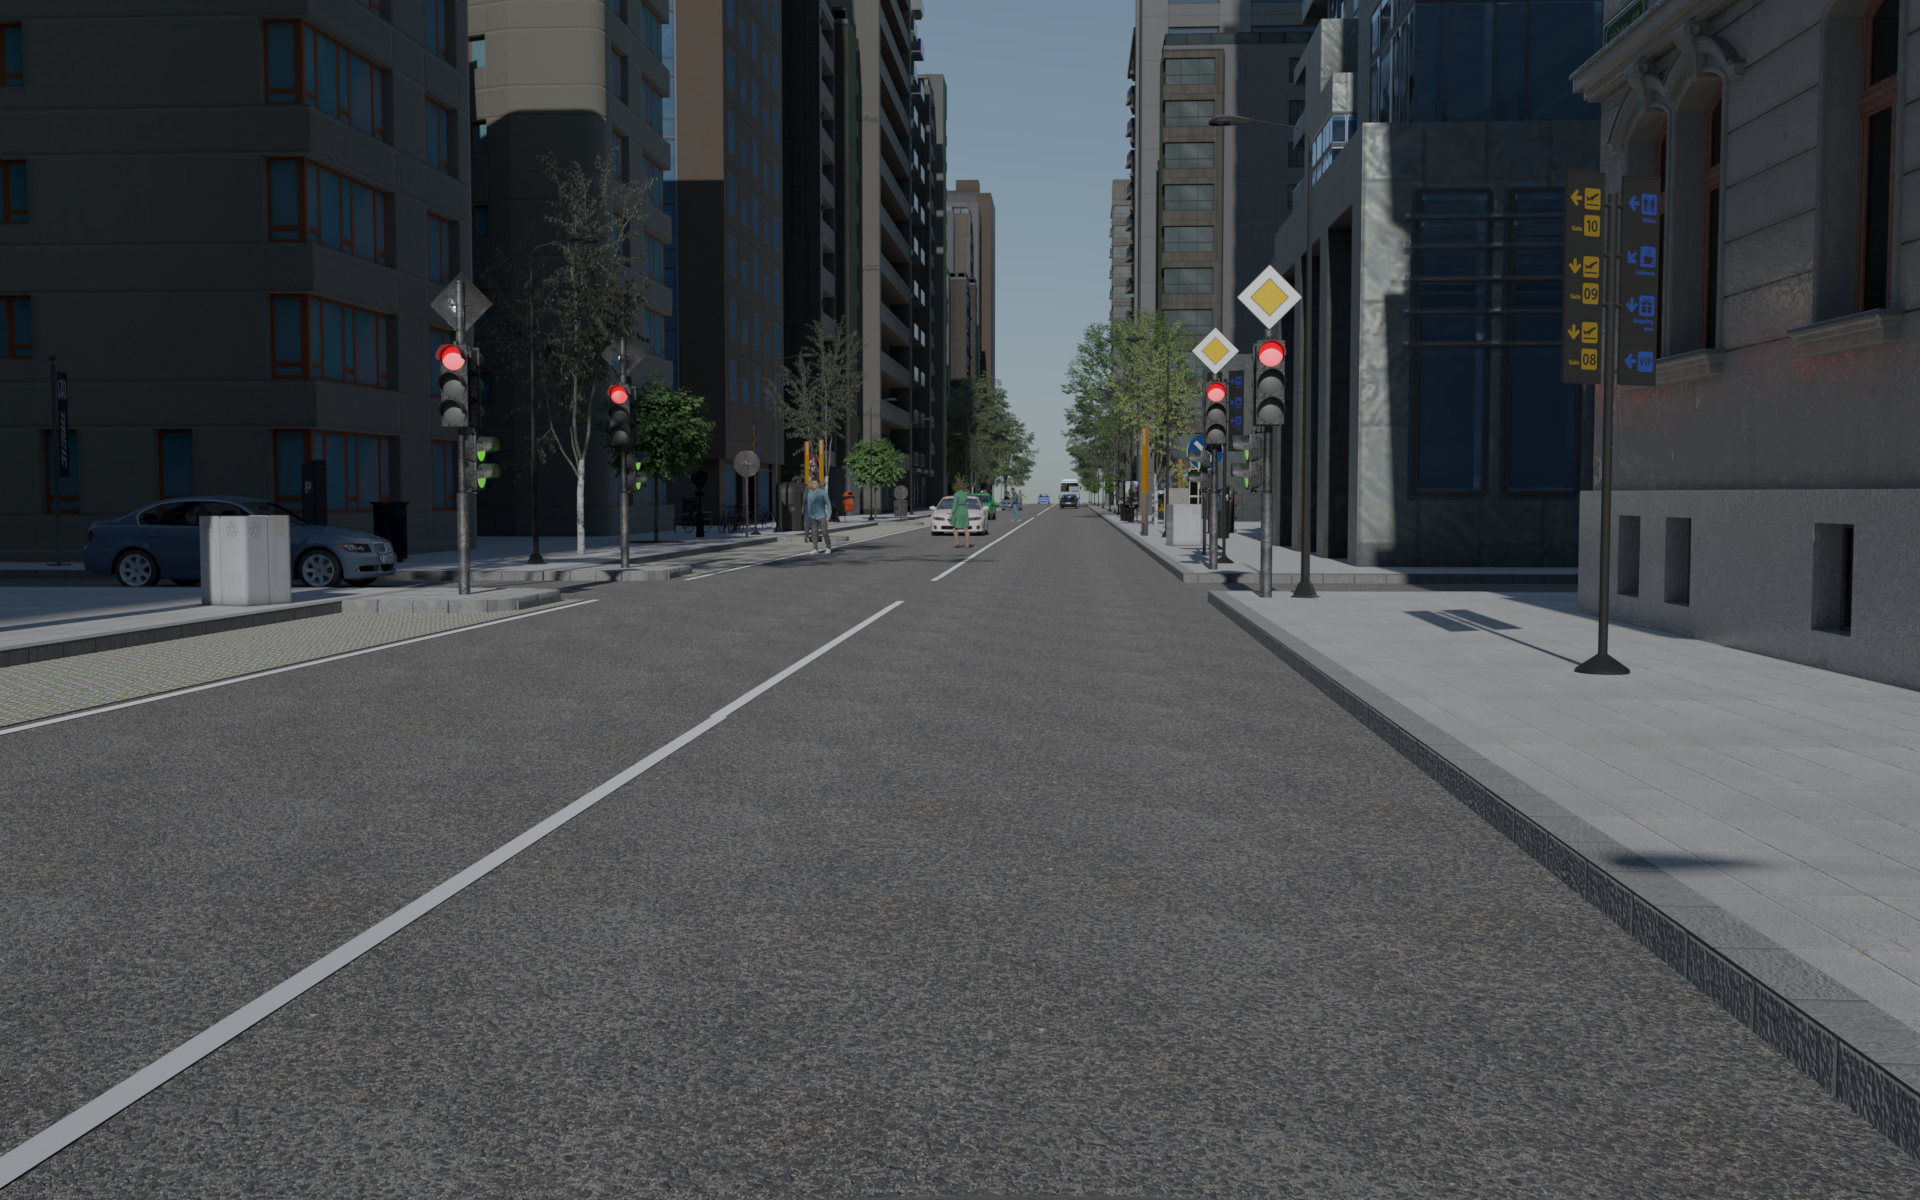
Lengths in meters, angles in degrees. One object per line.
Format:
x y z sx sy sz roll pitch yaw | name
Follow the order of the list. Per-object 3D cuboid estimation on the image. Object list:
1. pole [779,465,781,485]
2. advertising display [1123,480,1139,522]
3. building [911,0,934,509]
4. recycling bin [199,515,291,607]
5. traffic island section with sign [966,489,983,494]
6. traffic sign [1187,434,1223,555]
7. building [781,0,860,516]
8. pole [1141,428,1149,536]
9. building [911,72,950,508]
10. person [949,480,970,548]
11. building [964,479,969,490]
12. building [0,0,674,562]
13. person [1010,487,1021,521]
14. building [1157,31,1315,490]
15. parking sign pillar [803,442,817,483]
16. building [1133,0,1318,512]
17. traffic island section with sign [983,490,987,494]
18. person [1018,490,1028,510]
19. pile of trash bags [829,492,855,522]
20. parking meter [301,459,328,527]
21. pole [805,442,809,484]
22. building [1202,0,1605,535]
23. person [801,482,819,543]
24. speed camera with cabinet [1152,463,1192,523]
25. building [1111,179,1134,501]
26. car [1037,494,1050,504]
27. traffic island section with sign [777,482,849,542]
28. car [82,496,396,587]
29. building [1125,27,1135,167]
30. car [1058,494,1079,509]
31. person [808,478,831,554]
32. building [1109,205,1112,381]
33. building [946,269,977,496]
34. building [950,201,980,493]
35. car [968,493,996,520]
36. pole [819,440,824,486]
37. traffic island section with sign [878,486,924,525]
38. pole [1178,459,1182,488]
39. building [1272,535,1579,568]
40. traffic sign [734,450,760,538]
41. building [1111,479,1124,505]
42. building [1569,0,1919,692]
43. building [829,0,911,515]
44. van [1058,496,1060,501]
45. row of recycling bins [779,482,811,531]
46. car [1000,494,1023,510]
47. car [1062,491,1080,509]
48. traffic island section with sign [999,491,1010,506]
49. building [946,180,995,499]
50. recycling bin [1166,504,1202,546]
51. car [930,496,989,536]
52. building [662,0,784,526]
-8.914 -5.595 85.324 0.158 3.312 0.155 0 3 0 | pole
7.974 -4.620 80.751 0.974 1.923 0.123 -3 5 -42 | advertising display
-14.666 -31.952 142.023 23.786 49.044 30.456 0 4 4 | building
-8.306 -0.464 20.141 0.722 1.027 0.722 2 4 25 | recycling bin
0.464 -7.326 128.413 1.989 1.847 2.006 0 4 4 | traffic island section with sign
5.174 -2.232 36.607 0.768 2.556 0.104 1 4 10 | traffic sign
-13.561 -19.983 98.423 14.160 30.474 14.107 0 4 4 | building
5.679 -3.628 53.155 0.158 3.312 0.155 0 3 0 | pole
-8.706 -29.392 164.155 14.154 41.232 14.086 0 4 4 | building
0.017 -2.259 45.679 0.529 1.795 0.600 3 5 43 | person
-15.194 -31.315 203.876 32.217 40.220 23.993 0 4 4 | building
-24.776 -12.341 46.814 27.650 21.520 28.899 0 4 4 | building
2.858 -5.026 91.019 0.721 1.781 0.623 -1 4 -23 | person
19.813 -20.830 112.273 14.160 30.474 14.107 0 4 4 | building
-7.825 -6.214 90.076 1.447 3.967 1.447 -1 4 -18 | parking sign pillar
23.892 -36.105 132.320 21.231 58.520 28.212 0 4 4 | building
2.205 -8.984 155.510 1.989 1.847 2.006 0 4 4 | traffic island section with sign
5.593 -9.309 160.705 1.348 1.824 0.705 -1 4 -9 | person
-6.287 -4.320 80.381 3.447 1.369 1.912 -3 5 -43 | pile of trash bags
-10.961 -1.450 29.421 0.399 1.863 0.255 2 4 33 | parking meter
-5.940 -4.491 67.263 0.158 3.312 0.155 0 3 0 | pole
22.750 -46.427 71.757 22.319 86.520 31.000 0 4 4 | building
-4.355 -2.557 50.733 0.576 1.772 0.534 0 4 -6 | person
9.563 -5.052 76.940 2.038 3.252 0.660 1 4 11 | speed camera with cabinet
26.786 -33.225 226.819 14.154 41.232 14.086 0 4 4 | building
12.119 -14.714 250.169 1.945 1.707 3.694 0 4 5 | car
-4.405 -2.681 52.467 1.989 1.847 2.006 0 4 4 | traffic island section with sign
-10.923 -0.882 26.416 4.499 1.417 2.014 0 4 2 | car
26.690 -31.034 162.028 22.147 44.769 28.867 0 4 4 | building
10.514 -9.674 167.962 2.009 1.686 4.222 0 4 4 | car
-3.342 -2.018 41.506 0.660 1.820 0.620 1 4 21 | person
32.470 -36.286 247.897 22.147 44.769 28.867 0 4 4 | building
-5.149 -27.577 222.585 14.160 30.474 14.107 0 4 4 | building
-4.604 -33.806 236.321 14.154 41.232 14.086 0 4 4 | building
1.010 -5.326 95.871 1.959 1.807 4.718 0 4 5 | car
-5.209 -4.362 65.168 0.158 3.312 0.155 0 3 0 | pole
-2.683 -4.327 79.367 1.989 1.847 2.006 0 4 4 | traffic island section with sign
12.778 -6.537 100.721 0.158 3.312 0.155 0 3 0 | pole
23.162 -44.361 37.975 31.000 86.520 22.319 0 4 4 | building
-6.205 -3.076 50.400 0.768 2.556 0.104 0 4 4 | traffic sign
34.205 -31.496 206.835 32.217 40.220 23.993 0 4 4 | building
12.201 -13.400 6.474 14.401 28.519 23.554 0 4 4 | building
-14.862 -30.111 116.019 21.300 48.544 21.600 0 4 4 | building
14.914 -14.563 245.109 2.013 2.044 4.112 0 4 2 | van
-5.751 -3.299 61.053 1.069 1.692 3.534 0 4 4 | row of recycling bins
4.592 -8.609 152.754 2.014 1.417 4.499 0 4 4 | car
11.007 -9.964 172.501 1.945 1.707 3.694 0 4 4 | car
5.839 -12.441 212.030 1.989 1.847 2.006 0 4 4 | traffic island section with sign
-2.112 -36.726 250.576 14.600 45.320 14.200 0 4 4 | building
5.534 -1.851 42.812 0.722 1.027 0.722 0 4 -8 | recycling bin
0.006 -2.968 60.886 2.083 1.381 4.827 0 4 3 | car
-15.848 -26.046 75.958 14.600 45.320 14.200 0 4 4 | building
